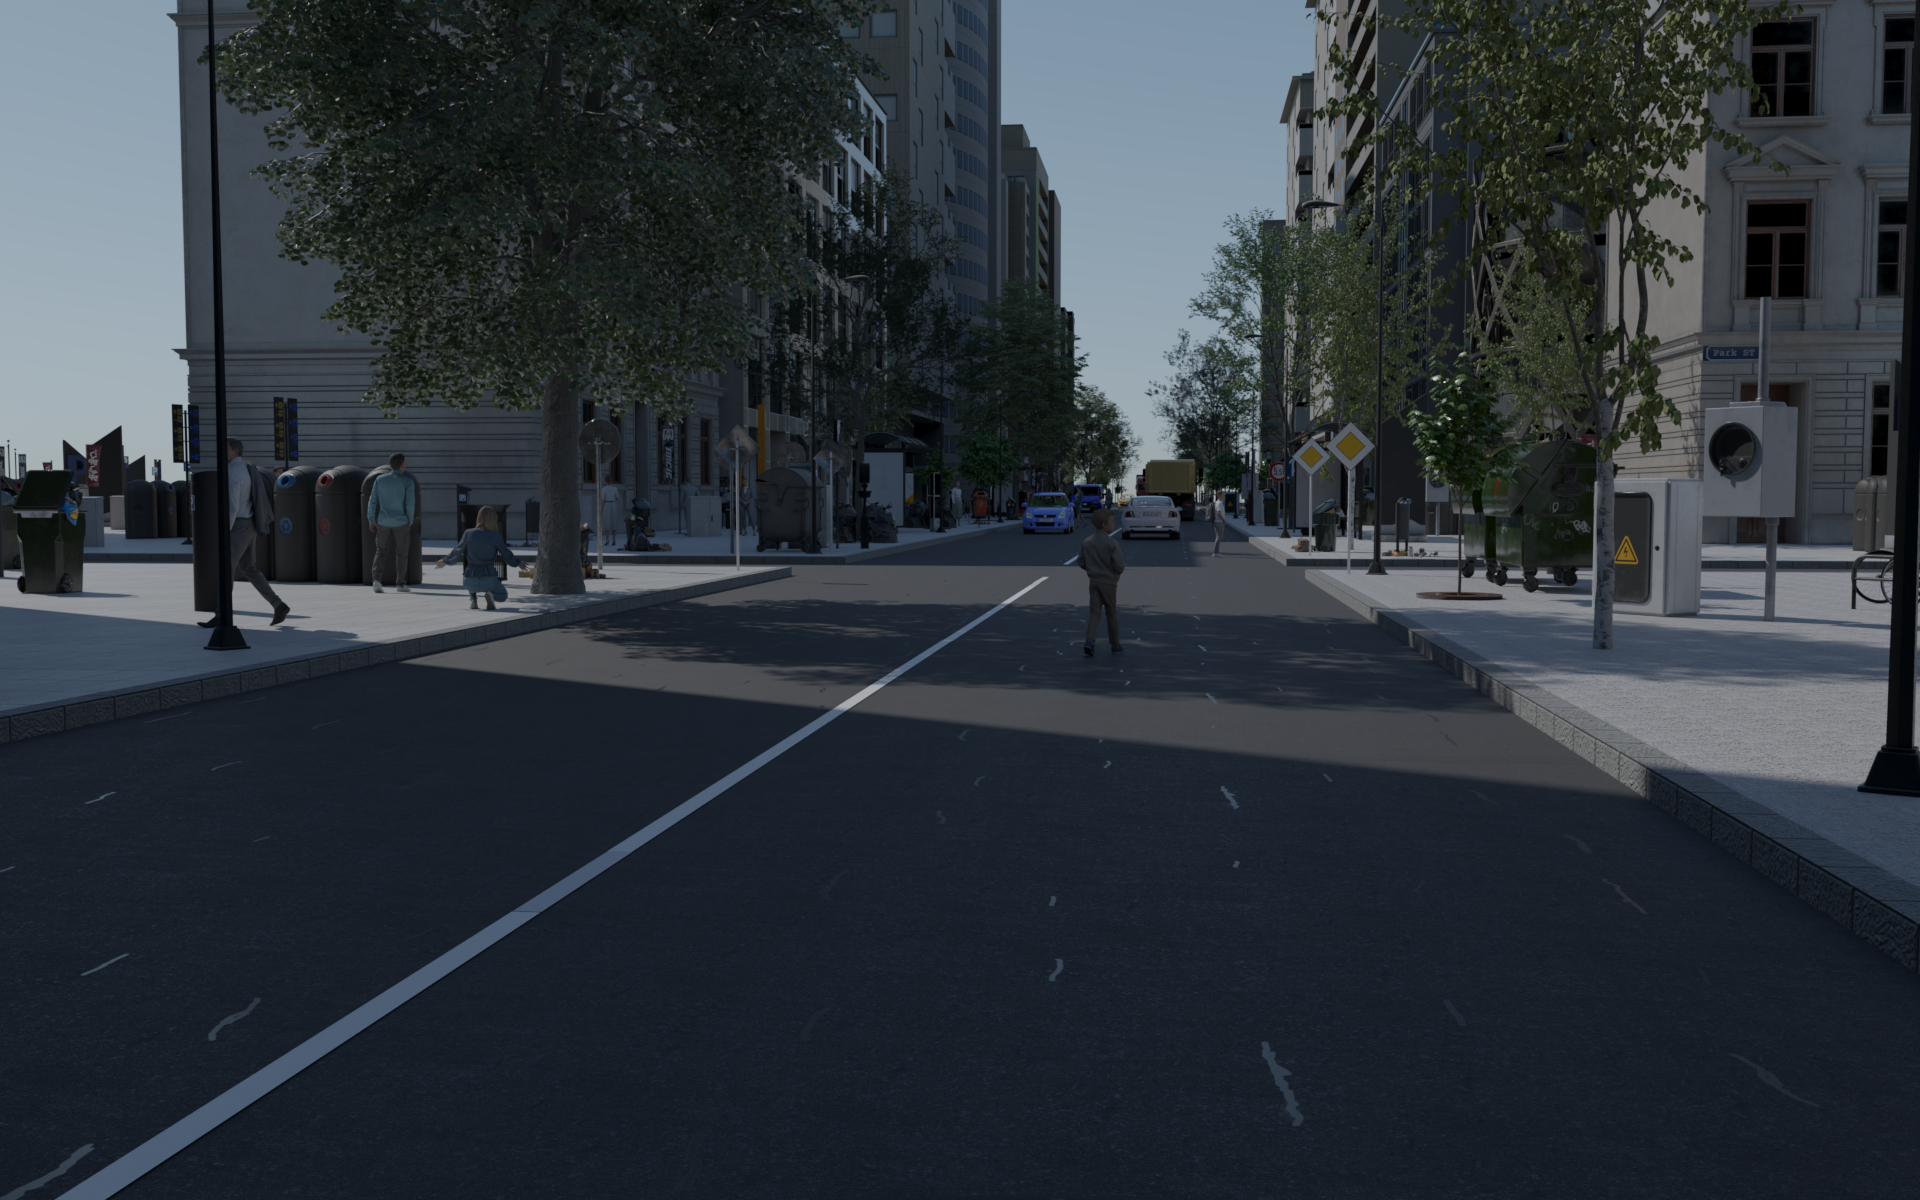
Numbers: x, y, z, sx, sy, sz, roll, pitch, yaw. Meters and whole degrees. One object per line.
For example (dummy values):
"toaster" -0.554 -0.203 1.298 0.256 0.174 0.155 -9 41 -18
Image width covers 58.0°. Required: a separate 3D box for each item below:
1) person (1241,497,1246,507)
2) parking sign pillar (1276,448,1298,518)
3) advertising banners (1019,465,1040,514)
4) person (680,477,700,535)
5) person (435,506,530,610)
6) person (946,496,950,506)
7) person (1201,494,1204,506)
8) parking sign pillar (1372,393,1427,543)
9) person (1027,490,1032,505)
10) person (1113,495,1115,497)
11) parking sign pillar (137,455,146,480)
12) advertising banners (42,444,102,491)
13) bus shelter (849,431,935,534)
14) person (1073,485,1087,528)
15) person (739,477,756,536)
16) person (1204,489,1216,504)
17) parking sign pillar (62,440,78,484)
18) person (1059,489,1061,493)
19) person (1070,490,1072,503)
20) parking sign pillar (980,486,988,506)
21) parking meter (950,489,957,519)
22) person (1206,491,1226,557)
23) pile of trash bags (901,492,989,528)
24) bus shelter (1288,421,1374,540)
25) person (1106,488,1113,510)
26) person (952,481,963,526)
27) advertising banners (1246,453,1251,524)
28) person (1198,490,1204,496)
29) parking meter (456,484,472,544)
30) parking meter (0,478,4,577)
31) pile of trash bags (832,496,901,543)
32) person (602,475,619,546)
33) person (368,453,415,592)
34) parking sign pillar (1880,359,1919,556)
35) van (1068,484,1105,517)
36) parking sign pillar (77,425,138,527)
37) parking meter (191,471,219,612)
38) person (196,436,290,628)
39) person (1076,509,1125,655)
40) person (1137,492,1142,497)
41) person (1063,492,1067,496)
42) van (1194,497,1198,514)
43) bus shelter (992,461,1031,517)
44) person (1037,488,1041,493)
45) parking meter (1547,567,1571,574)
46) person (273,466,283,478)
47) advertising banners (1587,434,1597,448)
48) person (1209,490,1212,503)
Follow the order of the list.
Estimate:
"person" 27.464 -9.799 166.244 1.348 1.826 0.705 -3 4 -36
"parking sign pillar" 17.703 -6.423 93.492 1.447 3.967 1.447 -2 4 -30
"advertising banners" 3.710 -6.553 103.330 2.074 3.025 0.090 0 4 3
"person" -8.375 -2.904 53.622 0.635 1.810 0.391 -3 5 -41
"person" -5.409 -0.481 19.402 1.012 1.151 0.738 0 4 -2
"person" -0.596 -5.045 93.206 0.332 1.250 0.352 1 4 20
"person" 26.580 -10.907 190.046 0.599 1.433 0.991 -1 4 -20
"parking sign pillar" 11.789 -3.541 46.364 1.447 3.967 1.447 0 4 7
"person" 7.507 -11.117 188.606 0.742 1.727 0.445 -1 4 -23
"person" 22.254 -15.301 256.351 1.348 1.807 0.705 -2 4 -26
"parking sign pillar" -55.877 -7.882 117.336 1.447 3.967 1.447 -2 4 -31
"advertising banners" -30.977 -3.921 60.302 2.074 3.025 0.090 -2 4 -32
"bus shelter" -2.236 -3.951 58.526 2.014 3.302 5.546 0 4 7
"person" 5.146 -4.016 74.180 0.654 1.822 0.581 0 4 -5
"person" -6.551 -2.865 53.167 0.520 1.790 0.573 -1 4 -17
"person" 25.491 -10.386 175.943 1.350 1.814 0.705 -1 4 -15
"parking sign pillar" -44.097 -5.997 86.521 1.447 3.967 1.447 1 4 19
"person" 9.694 -9.947 169.199 0.721 1.766 1.217 1 4 20
"person" 16.190 -15.089 252.766 0.705 1.821 1.348 -1 4 -18
"parking sign pillar" 1.949 -7.382 109.170 1.447 3.967 1.447 1 4 20
"parking meter" -0.336 -4.837 87.497 0.372 1.533 0.369 0 3 0
"person" 5.875 -1.730 39.383 0.523 1.515 0.503 -3 4 -36
"pile of trash bags" -0.611 -3.451 66.168 3.447 1.369 1.912 -1 4 -9
"bus shelter" 10.783 -3.481 50.836 2.014 3.302 5.546 0 4 7
"person" 8.954 -5.784 103.253 0.537 1.800 0.526 -2 4 -33
"person" -0.155 -3.848 69.181 0.478 1.798 0.641 -1 4 -22
"advertising banners" 12.170 -4.688 72.832 0.090 3.025 2.074 0 4 3
"person" 30.524 -12.953 218.505 1.217 1.739 0.721 -1 4 -22
"parking meter" -12.660 -2.192 44.257 0.372 1.533 0.369 0 3 0
"parking meter" -14.989 -1.120 26.729 0.372 1.533 0.369 0 3 0
"pile of trash bags" -3.375 -2.210 45.878 3.447 1.369 1.912 0 4 -4
"person" -8.745 -2.235 43.160 0.480 1.755 0.524 -2 4 -32
"person" -7.456 -1.015 22.663 0.660 1.820 0.620 0 4 1
"parking sign pillar" 19.263 -2.822 34.615 1.447 3.967 1.447 -1 4 -8
"van" 7.863 -6.262 106.763 2.240 2.365 5.245 0 4 7
"parking sign pillar" -33.542 -4.871 68.118 1.447 3.967 1.447 0 4 -4
"parking meter" -8.223 -0.648 19.012 0.372 1.533 0.369 0 3 0
"person" -6.912 -0.645 16.685 0.850 1.850 0.679 0 4 -8
"person" 1.256 -0.164 15.454 0.475 1.303 0.640 2 4 25
"person" 22.814 -12.843 219.204 0.721 1.743 1.217 -3 5 -40
"person" 11.994 -12.075 203.497 1.348 1.821 0.705 1 4 23
"van" 16.070 -7.187 124.522 2.013 2.044 4.112 1 4 8
"bus shelter" 2.852 -6.489 100.020 2.014 3.302 5.546 0 4 7
"person" 7.225 -9.369 159.242 1.348 1.821 0.705 -2 4 -27
"parking meter" 9.601 -1.181 27.721 0.372 1.533 0.369 0 3 0
"person" -15.303 -2.053 38.978 0.474 1.900 0.648 -1 4 -19
"advertising banners" 17.572 -3.326 50.567 2.074 3.025 0.090 1 4 15
"person" 24.975 -10.172 173.147 0.721 1.735 1.217 1 4 23
